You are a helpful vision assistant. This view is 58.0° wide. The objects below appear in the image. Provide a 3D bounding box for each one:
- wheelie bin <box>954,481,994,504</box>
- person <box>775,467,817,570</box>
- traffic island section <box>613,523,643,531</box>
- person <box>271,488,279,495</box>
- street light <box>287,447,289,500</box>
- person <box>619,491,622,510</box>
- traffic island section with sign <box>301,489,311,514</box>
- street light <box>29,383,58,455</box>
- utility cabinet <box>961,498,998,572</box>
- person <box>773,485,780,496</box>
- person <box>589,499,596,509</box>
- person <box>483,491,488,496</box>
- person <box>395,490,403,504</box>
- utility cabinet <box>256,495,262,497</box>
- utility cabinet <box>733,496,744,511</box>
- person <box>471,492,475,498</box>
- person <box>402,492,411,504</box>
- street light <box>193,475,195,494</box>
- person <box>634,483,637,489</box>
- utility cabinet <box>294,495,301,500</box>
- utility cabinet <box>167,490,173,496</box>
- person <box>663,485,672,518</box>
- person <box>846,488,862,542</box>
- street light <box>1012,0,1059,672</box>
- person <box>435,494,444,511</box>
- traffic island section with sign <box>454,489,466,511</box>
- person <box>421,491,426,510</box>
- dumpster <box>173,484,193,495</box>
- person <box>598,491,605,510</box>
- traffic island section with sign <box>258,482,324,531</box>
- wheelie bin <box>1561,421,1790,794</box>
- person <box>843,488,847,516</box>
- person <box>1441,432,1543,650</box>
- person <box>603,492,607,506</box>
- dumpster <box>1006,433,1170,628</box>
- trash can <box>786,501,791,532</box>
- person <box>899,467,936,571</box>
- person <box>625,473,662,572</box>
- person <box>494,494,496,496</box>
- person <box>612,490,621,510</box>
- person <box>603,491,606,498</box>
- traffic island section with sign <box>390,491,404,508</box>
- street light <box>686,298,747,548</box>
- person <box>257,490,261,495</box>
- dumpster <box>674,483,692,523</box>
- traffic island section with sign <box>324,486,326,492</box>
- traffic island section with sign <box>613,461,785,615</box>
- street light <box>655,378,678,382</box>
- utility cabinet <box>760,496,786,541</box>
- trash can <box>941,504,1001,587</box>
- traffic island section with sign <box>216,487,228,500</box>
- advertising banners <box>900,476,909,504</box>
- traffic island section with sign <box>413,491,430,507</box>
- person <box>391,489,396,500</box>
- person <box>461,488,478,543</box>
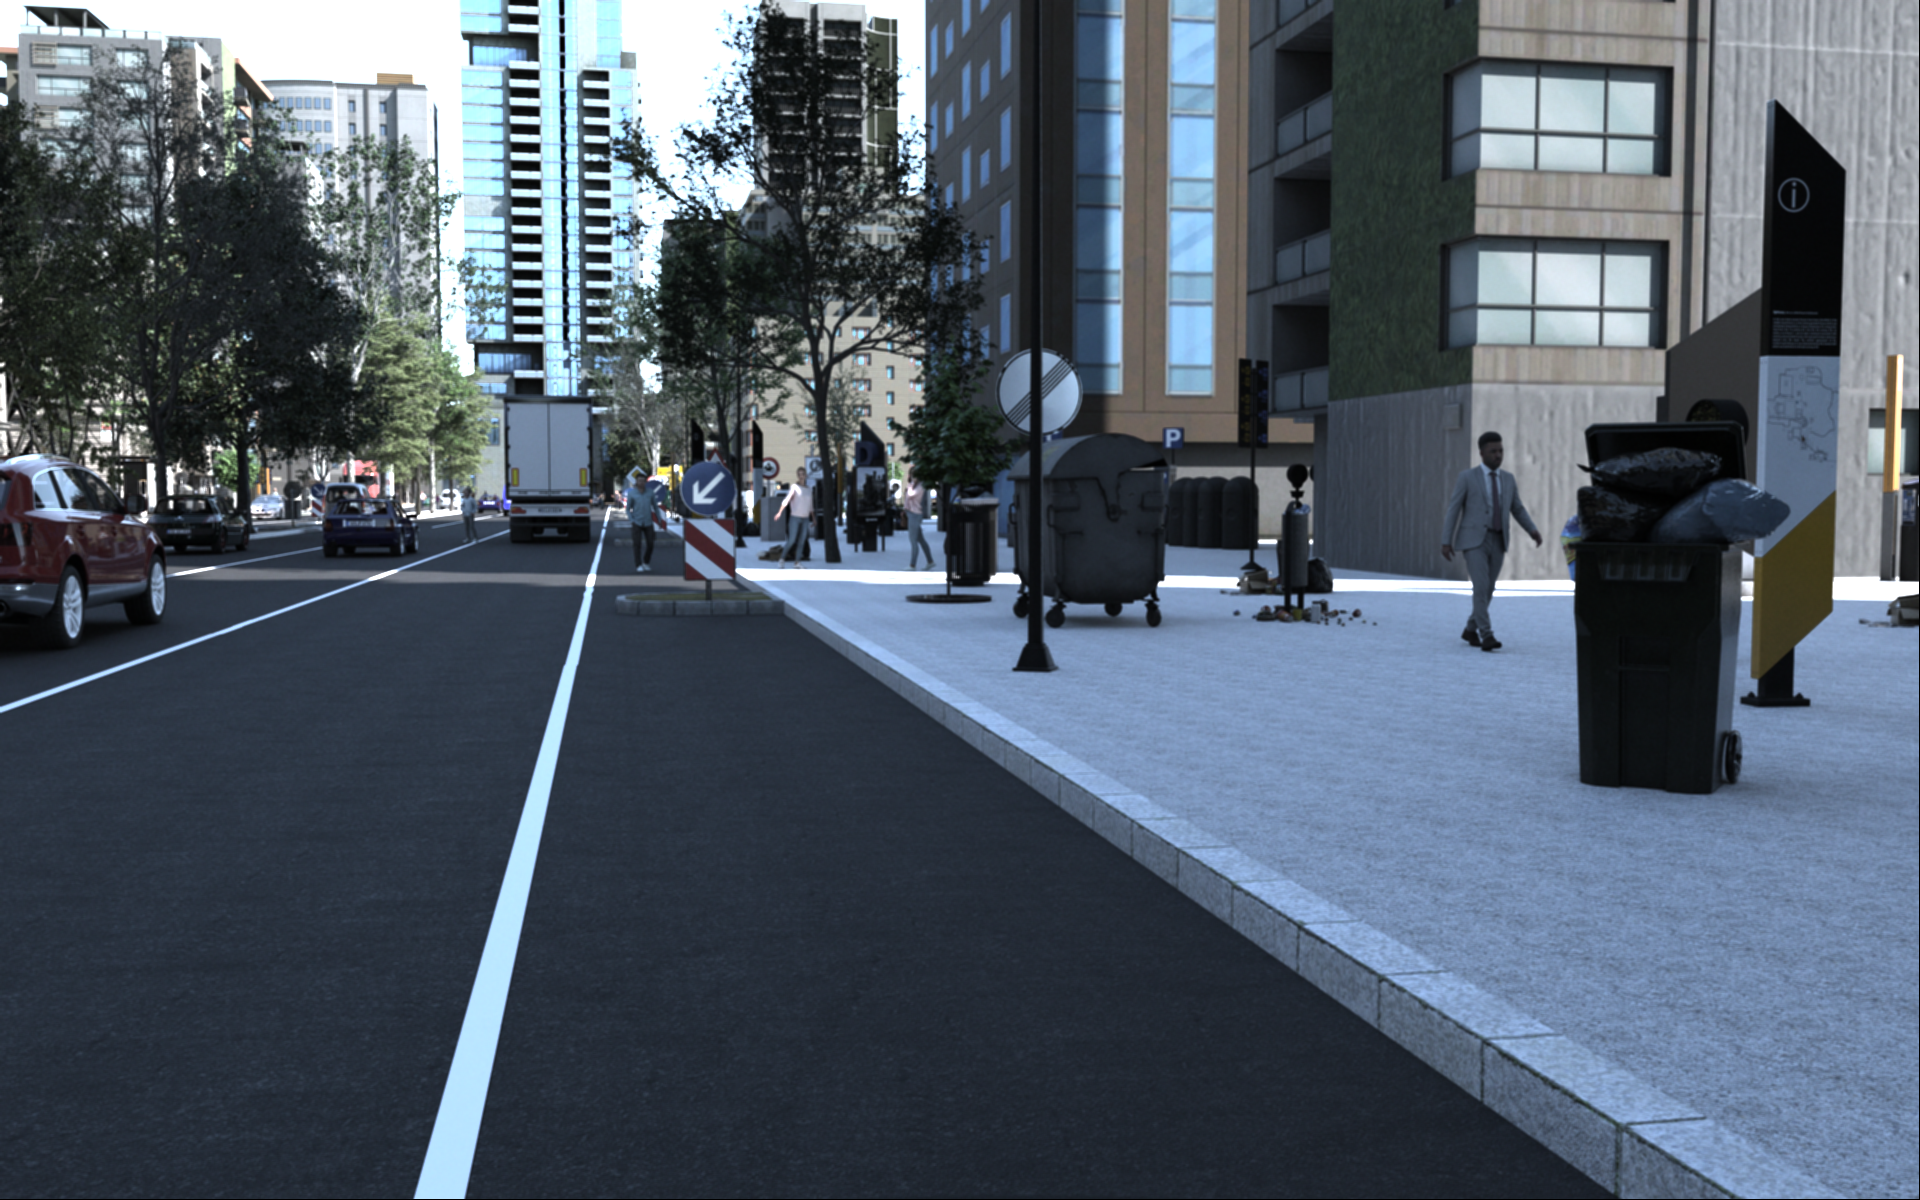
[{"bbox_3d":[0.353,-2.122,42.606,0.980,1.594,0.693,0,4,-1],"label":"wheelie bin"},{"bbox_3d":[-2.869,-1.388,29.410,0.598,1.740,0.731,3,5,40],"label":"person"},{"bbox_3d":[-12.879,-2.885,69.455,2.009,0.180,2.903,-1,4,-11],"label":"traffic island section"},{"bbox_3d":[-43.188,-6.163,109.434,0.590,1.801,0.661,2,4,34],"label":"person"},{"bbox_3d":[-49.650,-9.595,129.419,1.470,5.913,1.316,-1,4,-11],"label":"street light"},{"bbox_3d":[-31.437,-9.206,159.697,0.721,1.739,1.217,0,4,-2],"label":"person"},{"bbox_3d":[-46.712,-7.031,123.583,1.989,1.847,2.006,-1,4,-11],"label":"traffic island section with sign"},{"bbox_3d":[-38.221,-6.109,72.423,1.470,5.913,1.316,-1,4,-11],"label":"street light"},{"bbox_3d":[0.313,-1.078,28.786,0.306,1.237,1.020,-1,4,-20],"label":"utility cabinet"},{"bbox_3d":[-10.056,-5.656,98.738,1.509,1.804,0.699,2,4,31],"label":"person"},{"bbox_3d":[-34.529,-9.189,162.007,0.557,1.426,1.065,3,4,37],"label":"person"},{"bbox_3d":[-60.003,-12.876,219.012,1.348,1.826,0.705,1,4,18],"label":"person"},{"bbox_3d":[-40.693,-7.116,125.429,0.593,1.750,0.643,2,4,34],"label":"person"},{"bbox_3d":[-53.840,-7.489,133.600,1.020,1.237,0.306,2,4,32],"label":"utility cabinet"},{"bbox_3d":[-8.588,-3.397,66.705,0.306,1.237,1.020,-1,4,-19],"label":"utility cabinet"},{"bbox_3d":[-58.247,-12.083,206.877,0.721,1.723,1.217,1,4,11],"label":"person"},{"bbox_3d":[-70.343,-13.106,220.421,1.348,1.812,0.705,-3,5,-44],"label":"person"},{"bbox_3d":[-43.937,-7.829,100.539,1.470,5.913,1.316,-1,4,-11],"label":"street light"},{"bbox_3d":[-11.445,-3.287,62.266,0.620,1.820,0.660,-2,4,-31],"label":"person"},{"bbox_3d":[-54.758,-8.230,143.236,0.318,1.500,1.173,2,4,23],"label":"utility cabinet"},{"bbox_3d":[-43.640,-5.308,95.469,0.318,1.500,1.173,-1,4,-15],"label":"utility cabinet"},{"bbox_3d":[-15.780,-5.334,93.498,0.529,1.795,0.600,-2,4,-23],"label":"person"},{"bbox_3d":[-2.792,-2.502,46.305,0.474,1.900,0.648,1,4,9],"label":"person"},{"bbox_3d":[0.020,-2.435,12.362,1.470,5.913,1.316,-1,4,-11],"label":"street light"},{"bbox_3d":[-45.216,-8.452,149.918,0.991,1.433,0.599,-1,4,-14],"label":"person"},{"bbox_3d":[-42.194,-8.556,148.026,2.006,1.907,1.989,-1,4,-11],"label":"traffic island section with sign"},{"bbox_3d":[-48.203,-8.905,155.031,0.756,1.711,0.436,0,4,1],"label":"person"},{"bbox_3d":[-45.854,-5.876,101.839,1.264,1.857,1.865,-1,4,-11],"label":"dumpster"},{"bbox_3d":[-33.017,-9.193,159.529,0.721,1.735,1.217,1,4,18],"label":"person"},{"bbox_3d":[-25.964,-3.605,67.085,2.006,1.907,1.989,-1,4,-11],"label":"traffic island section with sign"},{"bbox_3d":[3.110,0.016,7.641,0.980,1.594,0.693,2,4,33],"label":"wheelie bin"},{"bbox_3d":[-6.664,-5.815,101.471,0.721,1.781,0.623,2,4,29],"label":"person"},{"bbox_3d":[4.352,-0.490,14.322,0.678,1.792,0.850,-1,4,-12],"label":"person"},{"bbox_3d":[-44.121,-12.581,214.934,0.721,1.736,1.217,-3,5,-45],"label":"person"},{"bbox_3d":[1.275,-0.707,17.316,1.264,1.857,1.865,-1,4,-11],"label":"dumpster"},{"bbox_3d":[-5.799,-2.805,57.522,0.748,1.137,0.748,0,3,0],"label":"trash can"},{"bbox_3d":[-0.688,-1.357,28.825,0.643,1.750,0.593,-1,4,-12],"label":"person"},{"bbox_3d":[-5.908,-1.452,32.260,0.660,1.820,0.620,-2,4,-28],"label":"person"},{"bbox_3d":[-50.661,-10.824,188.724,1.065,1.426,0.557,1,4,18],"label":"person"},{"bbox_3d":[-30.322,-8.789,152.733,0.617,1.759,0.750,1,4,16],"label":"person"},{"bbox_3d":[-45.827,-13.064,222.093,0.705,1.824,1.348,2,4,31],"label":"person"},{"bbox_3d":[-56.607,-10.050,172.952,1.989,1.847,2.006,-1,4,-11],"label":"traffic island section with sign"},{"bbox_3d":[-5.824,-4.209,41.365,1.470,5.913,1.316,-1,4,-11],"label":"street light"},{"bbox_3d":[-62.853,-9.100,155.530,0.721,1.736,1.217,-1,4,-15],"label":"person"},{"bbox_3d":[-12.315,-4.451,78.531,1.264,1.857,1.865,-1,4,-11],"label":"dumpster"},{"bbox_3d":[-27.411,-4.050,74.350,2.006,1.907,1.989,-1,4,-11],"label":"traffic island section with sign"},{"bbox_3d":[-3.257,-0.784,21.440,1.989,1.847,2.006,-1,4,-11],"label":"traffic island section with sign"},{"bbox_3d":[-11.518,-5.936,69.601,1.470,5.913,1.316,-1,4,-11],"label":"street light"},{"bbox_3d":[-5.107,-2.212,47.330,0.306,1.237,1.020,1,4,21],"label":"utility cabinet"},{"bbox_3d":[0.109,-0.764,24.149,0.748,1.137,0.748,0,3,0],"label":"trash can"},{"bbox_3d":[-41.367,-5.405,97.004,1.989,1.847,2.006,-1,4,-11],"label":"traffic island section with sign"},{"bbox_3d":[-4.893,-9.744,155.505,0.090,3.025,2.074,2,4,25],"label":"advertising banners"},{"bbox_3d":[-62.017,-11.701,199.931,1.989,1.847,2.006,-1,4,-11],"label":"traffic island section with sign"},{"bbox_3d":[-53.971,-9.595,165.002,0.705,1.869,1.348,0,4,1],"label":"person"},{"bbox_3d":[-14.541,-2.504,51.248,0.589,1.601,0.330,2,4,30],"label":"person"}]
